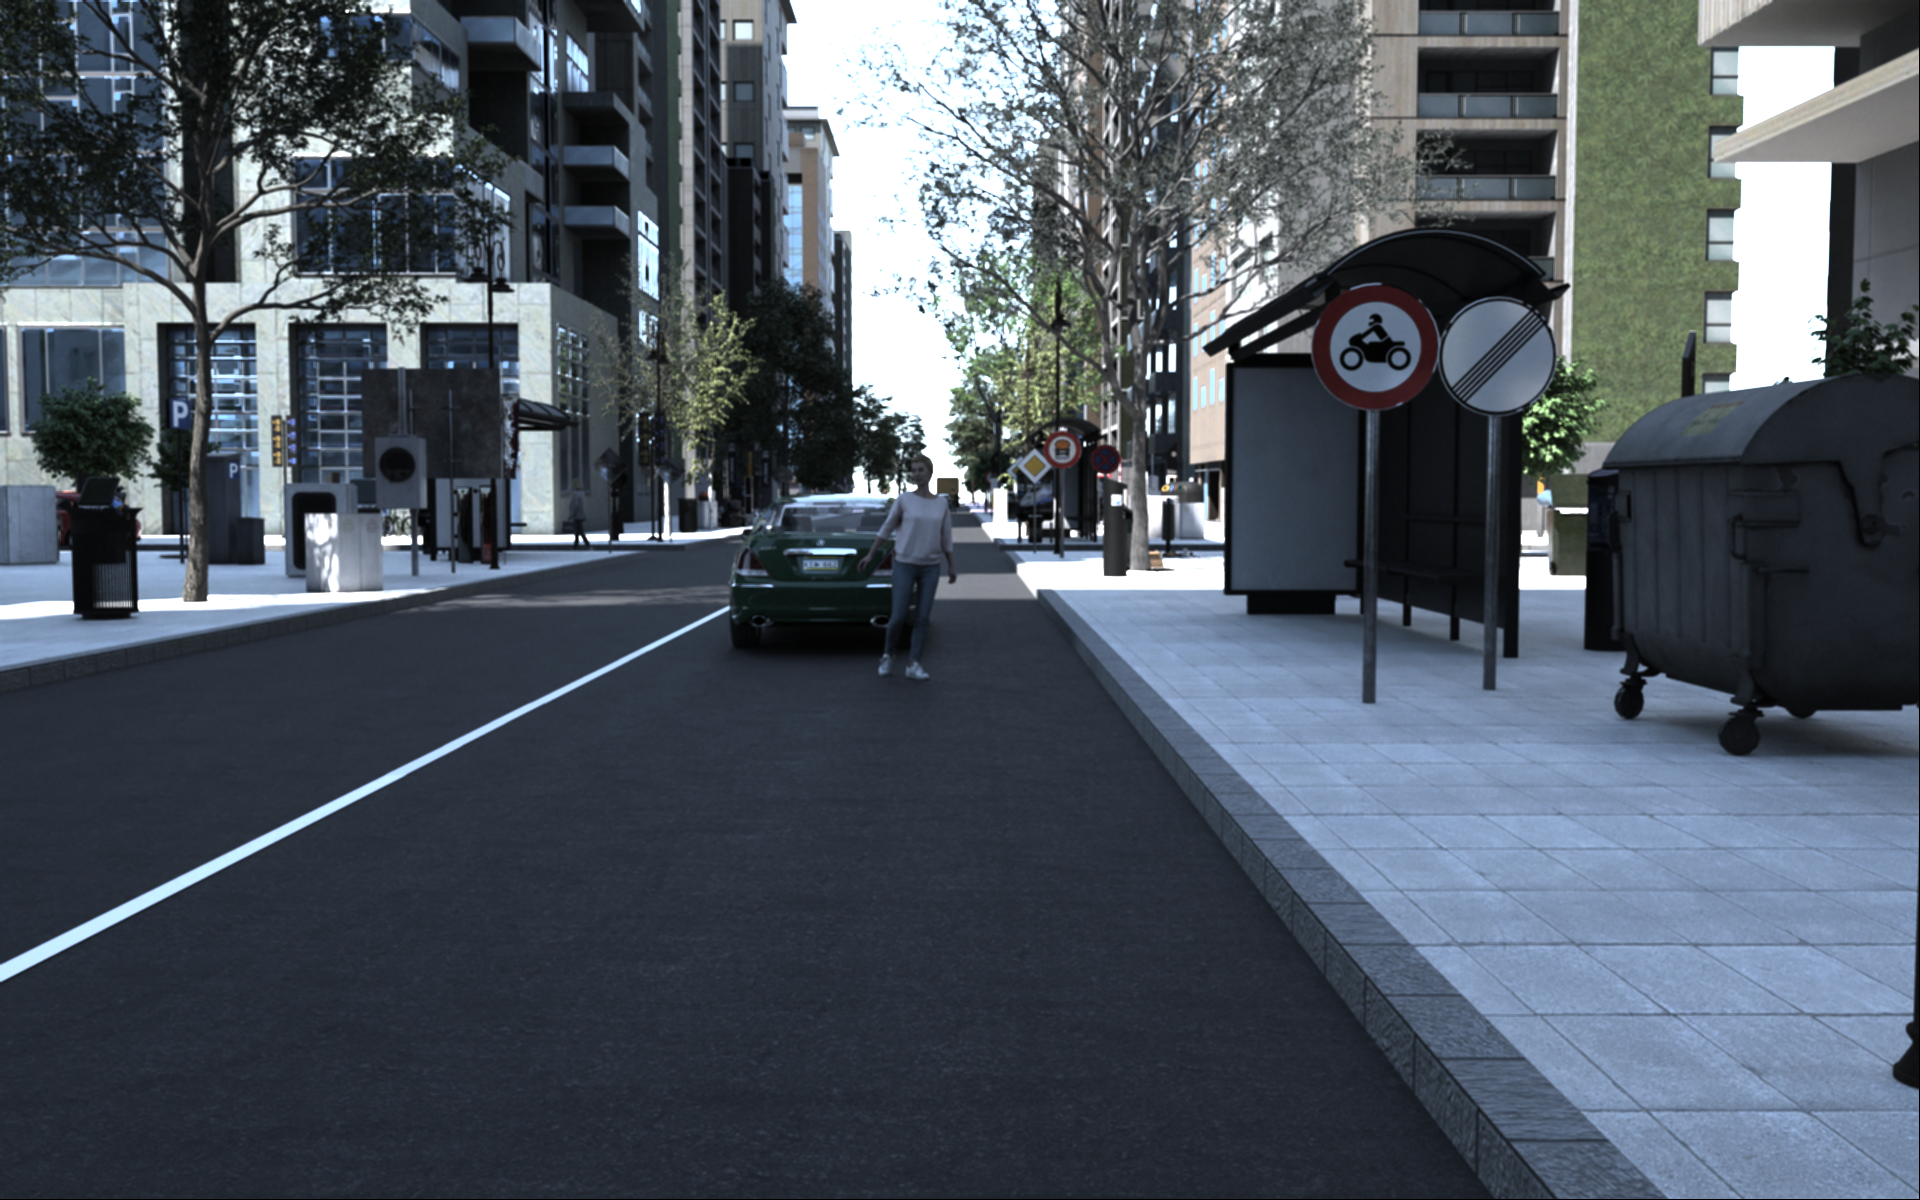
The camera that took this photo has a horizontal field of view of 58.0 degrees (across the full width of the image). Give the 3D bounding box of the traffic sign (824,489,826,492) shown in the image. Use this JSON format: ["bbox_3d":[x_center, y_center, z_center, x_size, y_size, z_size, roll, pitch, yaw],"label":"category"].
[{"bbox_3d":[-9.358,-7.337,120.058,0.768,2.556,0.104,0,4,5],"label":"traffic sign"}]

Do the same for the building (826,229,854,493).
[{"bbox_3d":[-23.442,-35.271,260.273,14.154,41.232,14.086,0,3,0],"label":"building"}]

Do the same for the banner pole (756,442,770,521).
[{"bbox_3d":[-9.406,-5.676,82.815,0.863,3.779,0.401,2,4,33],"label":"banner pole"}]

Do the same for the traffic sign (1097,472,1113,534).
[{"bbox_3d":[4.425,-3.380,55.259,0.884,2.594,0.081,0,4,4],"label":"traffic sign"}]

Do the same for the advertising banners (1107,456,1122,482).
[{"bbox_3d":[7.224,-5.172,80.749,0.090,3.025,2.074,-1,4,-11],"label":"advertising banners"}]

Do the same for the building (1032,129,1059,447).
[{"bbox_3d":[20.475,-36.762,224.759,21.300,48.544,21.600,0,3,0],"label":"building"}]

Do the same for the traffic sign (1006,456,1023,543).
[{"bbox_3d":[1.599,-2.558,45.473,0.795,2.450,0.064,0,3,0],"label":"traffic sign"}]

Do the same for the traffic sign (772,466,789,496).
[{"bbox_3d":[-8.028,-4.727,77.385,0.768,2.556,0.104,0,4,6],"label":"traffic sign"}]

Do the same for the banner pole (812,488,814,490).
[{"bbox_3d":[-10.510,-7.978,120.453,0.863,3.779,0.401,-1,4,-12],"label":"banner pole"}]

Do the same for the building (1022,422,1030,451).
[{"bbox_3d":[23.658,-25.751,266.075,27.650,21.520,28.899,0,3,0],"label":"building"}]

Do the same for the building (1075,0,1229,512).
[{"bbox_3d":[17.588,-30.744,152.768,14.600,45.320,14.200,0,3,0],"label":"building"}]

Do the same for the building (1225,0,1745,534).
[{"bbox_3d":[17.213,-23.003,59.699,14.086,41.232,14.154,0,3,0],"label":"building"}]

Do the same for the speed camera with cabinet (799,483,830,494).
[{"bbox_3d":[-9.479,-7.247,112.829,2.038,3.252,0.660,-2,4,-32],"label":"speed camera with cabinet"}]

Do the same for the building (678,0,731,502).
[{"bbox_3d":[-26.517,-42.280,129.534,20.563,71.187,20.611,0,3,0],"label":"building"}]

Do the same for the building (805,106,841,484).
[{"bbox_3d":[-31.474,-39.750,239.154,28.713,52.752,27.495,0,3,0],"label":"building"}]

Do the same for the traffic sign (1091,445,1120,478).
[{"bbox_3d":[3.752,-2.727,44.696,0.768,2.556,0.104,0,4,7],"label":"traffic sign"}]

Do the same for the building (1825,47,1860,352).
[{"bbox_3d":[43.055,-26.670,59.759,21.600,48.544,21.300,0,3,0],"label":"building"}]

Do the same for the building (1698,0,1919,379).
[{"bbox_3d":[25.591,-26.016,14.595,28.713,52.752,27.495,0,3,0],"label":"building"}]

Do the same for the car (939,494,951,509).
[{"bbox_3d":[-1.609,-9.581,168.653,2.014,1.417,4.499,0,4,1],"label":"car"}]

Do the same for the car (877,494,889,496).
[{"bbox_3d":[-5.446,-6.398,116.412,2.131,1.459,4.920,0,4,0],"label":"car"}]

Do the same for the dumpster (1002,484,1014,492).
[{"bbox_3d":[3.551,-7.097,118.537,1.502,2.255,1.985,0,3,0],"label":"dumpster"}]

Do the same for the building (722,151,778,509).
[{"bbox_3d":[-23.427,-23.044,148.466,14.160,30.474,14.107,0,3,0],"label":"building"}]

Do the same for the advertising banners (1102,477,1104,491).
[{"bbox_3d":[8.786,-7.104,112.339,2.074,3.025,0.090,-1,4,-22],"label":"advertising banners"}]

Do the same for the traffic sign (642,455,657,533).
[{"bbox_3d":[-10.087,-3.474,56.912,0.768,2.556,0.104,0,4,5],"label":"traffic sign"}]

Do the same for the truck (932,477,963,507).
[{"bbox_3d":[-1.352,-11.942,191.181,3.469,3.379,9.791,0,4,-1],"label":"truck"}]

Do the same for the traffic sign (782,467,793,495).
[{"bbox_3d":[-8.276,-5.012,82.049,0.768,2.556,0.104,0,4,2],"label":"traffic sign"}]

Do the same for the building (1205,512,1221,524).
[{"bbox_3d":[17.904,-25.962,74.586,14.600,45.320,14.200,0,3,0],"label":"building"}]

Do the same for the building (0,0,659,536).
[{"bbox_3d":[-23.666,-46.076,66.013,22.319,86.520,31.000,0,3,0],"label":"building"}]

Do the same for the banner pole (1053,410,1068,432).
[{"bbox_3d":[2.965,-3.770,51.659,0.401,3.779,0.863,-2,4,-35],"label":"banner pole"}]

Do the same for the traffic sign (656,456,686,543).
[{"bbox_3d":[-7.596,-2.559,45.474,0.795,2.450,0.064,0,3,0],"label":"traffic sign"}]

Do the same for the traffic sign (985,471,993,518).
[{"bbox_3d":[1.732,-5.716,93.558,0.768,2.556,0.104,0,4,5],"label":"traffic sign"}]

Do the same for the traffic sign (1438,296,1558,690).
[{"bbox_3d":[3.475,-0.684,11.290,0.768,2.556,0.104,0,4,1],"label":"traffic sign"}]

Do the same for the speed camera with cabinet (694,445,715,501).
[{"bbox_3d":[-10.401,-4.666,70.620,0.660,3.252,2.038,0,4,0],"label":"speed camera with cabinet"}]

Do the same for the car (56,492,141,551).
[{"bbox_3d":[-22.062,-1.983,41.464,4.494,1.783,2.155,0,4,0],"label":"car"}]

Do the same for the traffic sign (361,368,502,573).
[{"bbox_3d":[-8.576,-2.095,28.122,2.265,3.308,0.079,0,4,1],"label":"traffic sign"}]

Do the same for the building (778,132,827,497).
[{"bbox_3d":[-24.223,-34.769,218.587,14.600,45.320,14.200,0,3,0],"label":"building"}]

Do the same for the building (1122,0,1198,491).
[{"bbox_3d":[22.091,-29.672,104.752,23.786,49.044,30.456,0,3,0],"label":"building"}]

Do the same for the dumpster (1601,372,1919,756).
[{"bbox_3d":[4.331,-0.207,9.140,1.264,1.857,1.865,0,4,0],"label":"dumpster"}]

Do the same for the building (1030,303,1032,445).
[{"bbox_3d":[16.740,-28.886,243.991,14.160,30.474,14.107,0,3,0],"label":"building"}]

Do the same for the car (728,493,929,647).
[{"bbox_3d":[-1.233,-0.356,17.625,2.131,1.459,4.920,0,3,0],"label":"car"}]

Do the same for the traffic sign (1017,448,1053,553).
[{"bbox_3d":[1.615,-2.070,37.488,0.795,2.450,0.064,0,3,0],"label":"traffic sign"}]

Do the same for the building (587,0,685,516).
[{"bbox_3d":[-23.802,-25.339,97.881,14.154,41.232,14.086,0,3,0],"label":"building"}]

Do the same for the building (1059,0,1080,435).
[{"bbox_3d":[20.391,-38.639,173.752,21.231,58.520,28.212,0,3,0],"label":"building"}]

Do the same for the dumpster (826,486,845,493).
[{"bbox_3d":[-8.507,-6.875,118.169,1.264,1.857,1.865,0,3,0],"label":"dumpster"}]

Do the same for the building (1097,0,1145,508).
[{"bbox_3d":[19.949,-42.553,133.987,20.563,71.187,20.611,0,3,0],"label":"building"}]

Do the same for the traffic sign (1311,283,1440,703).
[{"bbox_3d":[2.515,-0.640,10.572,0.768,2.556,0.104,0,4,5],"label":"traffic sign"}]

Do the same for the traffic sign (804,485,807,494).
[{"bbox_3d":[-9.852,-6.771,110.811,0.768,2.556,0.104,0,4,8],"label":"traffic sign"}]

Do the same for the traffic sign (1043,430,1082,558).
[{"bbox_3d":[2.053,-2.121,34.791,0.768,2.556,0.104,0,4,2],"label":"traffic sign"}]

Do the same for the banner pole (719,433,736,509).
[{"bbox_3d":[-9.392,-4.926,70.565,0.863,3.779,0.401,3,5,42],"label":"banner pole"}]

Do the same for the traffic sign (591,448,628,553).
[{"bbox_3d":[-7.579,-2.070,37.489,0.795,2.450,0.064,0,3,0],"label":"traffic sign"}]

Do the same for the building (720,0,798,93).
[{"bbox_3d":[-31.046,-35.431,168.533,28.713,52.752,27.495,0,3,0],"label":"building"}]

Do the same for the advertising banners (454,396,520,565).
[{"bbox_3d":[-8.633,-2.166,31.610,2.074,3.025,0.090,3,5,41],"label":"advertising banners"}]
